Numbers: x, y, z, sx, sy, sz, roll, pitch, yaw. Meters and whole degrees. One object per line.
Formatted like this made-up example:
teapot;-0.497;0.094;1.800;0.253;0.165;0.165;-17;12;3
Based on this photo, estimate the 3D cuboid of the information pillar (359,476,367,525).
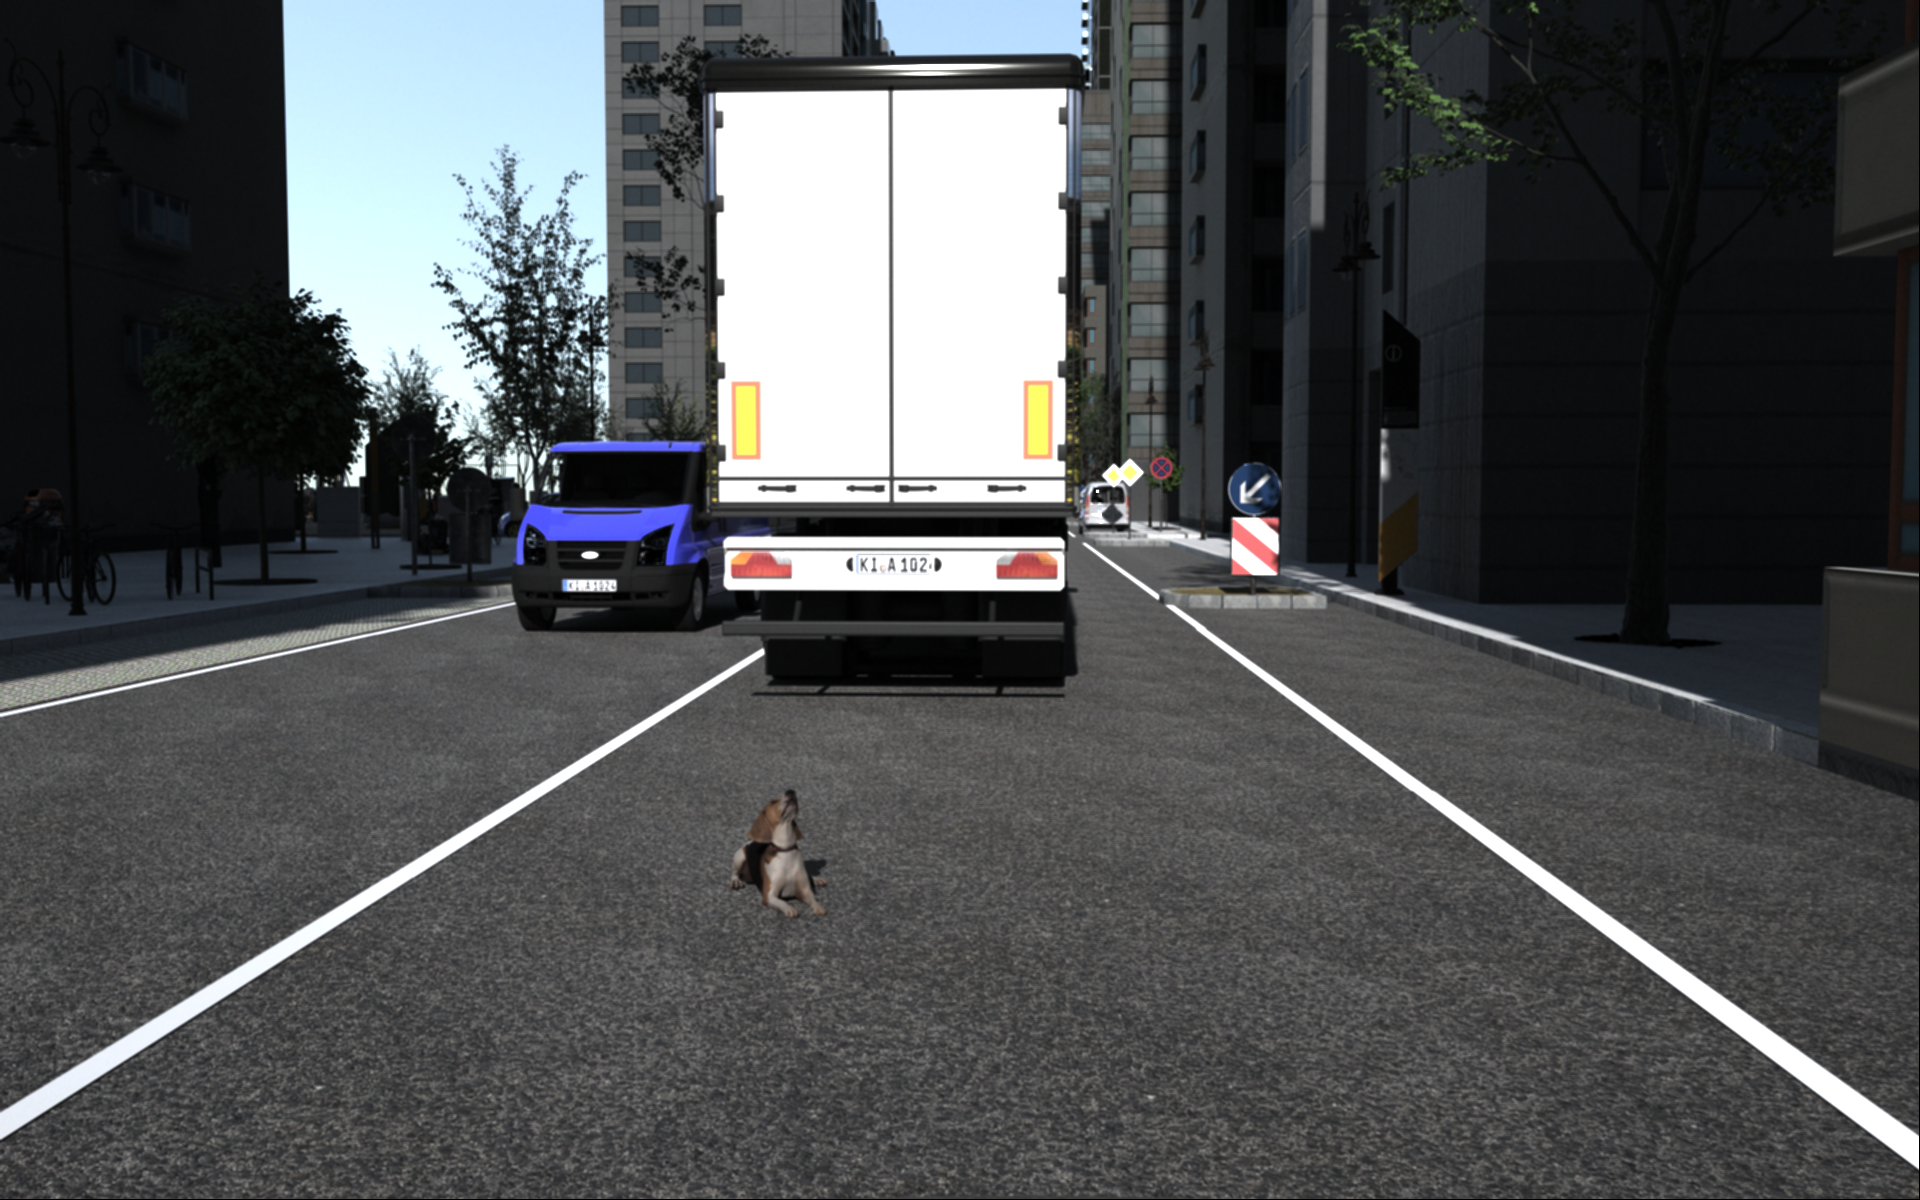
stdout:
information pillar;-24.732;-4.127;71.962;0.304;2.012;0.304;3;5;44

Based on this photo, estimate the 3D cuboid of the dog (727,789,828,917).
dog;-0.600;0.854;6.237;0.550;0.427;0.748;1;4;22

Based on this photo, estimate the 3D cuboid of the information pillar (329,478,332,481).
information pillar;-48.218;-8.635;132.534;0.183;3.616;0.504;1;4;19

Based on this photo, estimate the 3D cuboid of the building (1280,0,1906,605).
building;16.985;-29.971;32.033;21.231;58.520;28.212;0;4;2

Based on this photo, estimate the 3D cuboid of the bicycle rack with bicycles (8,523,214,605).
bicycle rack with bicycles;-10.295;-0.471;21.087;2.852;0.926;2.925;-2;4;-28

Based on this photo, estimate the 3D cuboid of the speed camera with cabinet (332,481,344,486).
speed camera with cabinet;-41.835;-7.575;118.192;2.038;3.252;0.660;1;4;11

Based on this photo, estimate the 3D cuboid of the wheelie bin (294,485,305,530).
wheelie bin;-23.749;-3.287;61.653;0.693;1.594;0.980;-3;5;-41

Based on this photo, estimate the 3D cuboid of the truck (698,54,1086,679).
truck;-0.169;-1.700;16.716;2.839;4.237;11.283;0;4;3

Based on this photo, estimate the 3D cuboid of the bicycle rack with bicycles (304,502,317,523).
bicycle rack with bicycles;-28.939;-3.895;77.063;2.925;0.926;2.852;2;4;34

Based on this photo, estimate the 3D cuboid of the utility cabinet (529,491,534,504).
utility cabinet;-28.943;-6.741;118.901;1.173;1.500;0.318;-1;4;-20

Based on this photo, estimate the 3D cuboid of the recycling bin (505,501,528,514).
recycling bin;-15.806;-3.011;61.779;0.722;1.027;0.722;0;4;-5

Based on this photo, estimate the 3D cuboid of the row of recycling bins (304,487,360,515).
row of recycling bins;-37.954;-5.982;104.917;3.534;1.692;1.069;-2;4;-30

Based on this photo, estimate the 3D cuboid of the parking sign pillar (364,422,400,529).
parking sign pillar;-21.550;-4.666;64.760;1.447;3.967;1.447;1;4;17

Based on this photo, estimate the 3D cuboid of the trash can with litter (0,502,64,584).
trash can with litter;-13.533;-0.830;24.950;1.055;1.170;0.624;-3;4;-37

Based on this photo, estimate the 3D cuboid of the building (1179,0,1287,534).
building;19.371;-26.996;65.080;21.600;48.544;21.300;0;4;2

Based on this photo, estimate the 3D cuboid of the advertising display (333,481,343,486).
advertising display;-30.083;-4.804;83.759;0.123;1.923;0.974;0;4;2

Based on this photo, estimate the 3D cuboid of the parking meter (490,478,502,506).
parking meter;-17.059;-3.547;63.709;0.399;1.863;0.255;0;4;7

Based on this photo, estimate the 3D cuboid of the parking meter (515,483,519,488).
parking meter;-22.681;-5.060;88.447;0.255;1.863;0.399;1;4;8

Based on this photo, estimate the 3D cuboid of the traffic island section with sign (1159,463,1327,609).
traffic island section with sign;3.639;-0.857;22.643;1.989;1.847;2.006;0;4;2

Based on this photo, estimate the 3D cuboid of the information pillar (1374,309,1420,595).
information pillar;5.558;-1.873;21.979;0.504;3.616;0.183;0;4;3

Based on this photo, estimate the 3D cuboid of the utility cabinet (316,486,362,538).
utility cabinet;-17.974;-2.537;50.155;1.173;1.500;0.318;0;4;-4

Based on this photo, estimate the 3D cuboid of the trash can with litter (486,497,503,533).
trash can with litter;-15.488;-2.804;57.227;0.624;1.170;1.055;-2;4;-31

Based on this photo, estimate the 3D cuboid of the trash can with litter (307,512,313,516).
trash can with litter;-37.132;-5.406;99.773;1.055;1.170;0.624;1;4;8

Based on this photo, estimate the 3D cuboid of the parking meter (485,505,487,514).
parking meter;-27.684;-5.701;101.622;0.372;1.533;0.369;0;3;0

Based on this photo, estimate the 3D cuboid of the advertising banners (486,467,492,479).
advertising banners;-28.807;-6.850;108.181;2.074;3.025;0.090;2;4;27

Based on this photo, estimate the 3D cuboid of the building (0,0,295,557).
building;-28.888;-25.173;35.276;21.600;48.544;21.300;0;4;2

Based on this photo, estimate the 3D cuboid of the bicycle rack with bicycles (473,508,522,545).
bicycle rack with bicycles;-11.319;-1.825;43.220;2.852;0.926;2.925;0;4;5

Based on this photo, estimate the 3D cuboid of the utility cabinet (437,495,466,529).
utility cabinet;-18.763;-3.228;63.944;1.020;1.237;0.306;1;4;14

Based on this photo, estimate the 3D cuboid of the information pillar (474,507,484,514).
information pillar;-18.759;-3.853;67.485;0.304;2.012;0.304;-3;4;-38

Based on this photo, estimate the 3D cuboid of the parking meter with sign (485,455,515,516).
parking meter with sign;-20.376;-4.982;77.709;1.738;3.016;0.543;1;4;15

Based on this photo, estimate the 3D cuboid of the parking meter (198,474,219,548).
parking meter;-17.476;-2.114;40.273;0.399;1.863;0.255;-3;4;-37

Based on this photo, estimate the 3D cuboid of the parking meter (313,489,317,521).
parking meter;-30.121;-4.450;81.173;0.372;1.533;0.369;0;3;0

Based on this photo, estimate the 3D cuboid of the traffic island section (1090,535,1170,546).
traffic island section;4.817;-1.634;48.998;2.009;0.180;2.903;0;4;2

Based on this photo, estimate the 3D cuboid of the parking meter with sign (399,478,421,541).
parking meter with sign;-15.202;-3.148;47.724;0.543;3.016;1.738;-2;4;-27

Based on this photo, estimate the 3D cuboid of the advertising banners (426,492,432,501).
advertising banners;-27.690;-5.713;89.594;0.090;3.025;2.074;0;4;1

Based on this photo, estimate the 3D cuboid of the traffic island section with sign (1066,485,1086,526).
traffic island section with sign;5.484;-4.346;79.686;1.989;1.847;2.006;0;4;2

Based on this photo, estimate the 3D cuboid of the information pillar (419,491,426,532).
information pillar;-18.442;-4.133;58.925;0.504;3.616;0.183;0;4;-6

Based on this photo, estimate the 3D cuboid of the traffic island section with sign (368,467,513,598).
traffic island section with sign;-7.119;-0.981;24.674;1.989;1.847;2.006;0;4;2

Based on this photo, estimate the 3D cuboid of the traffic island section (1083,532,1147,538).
traffic island section;5.075;-2.122;56.979;2.009;0.180;2.903;0;4;2

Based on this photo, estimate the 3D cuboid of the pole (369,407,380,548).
pole;-13.813;-2.874;40.839;0.158;3.312;0.155;0;3;0

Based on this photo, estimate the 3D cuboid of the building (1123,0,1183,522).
building;14.981;-24.575;85.402;14.154;41.232;14.086;0;4;2

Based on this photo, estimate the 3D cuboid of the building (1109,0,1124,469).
building;24.267;-32.274;116.918;28.713;52.752;27.495;0;4;2
